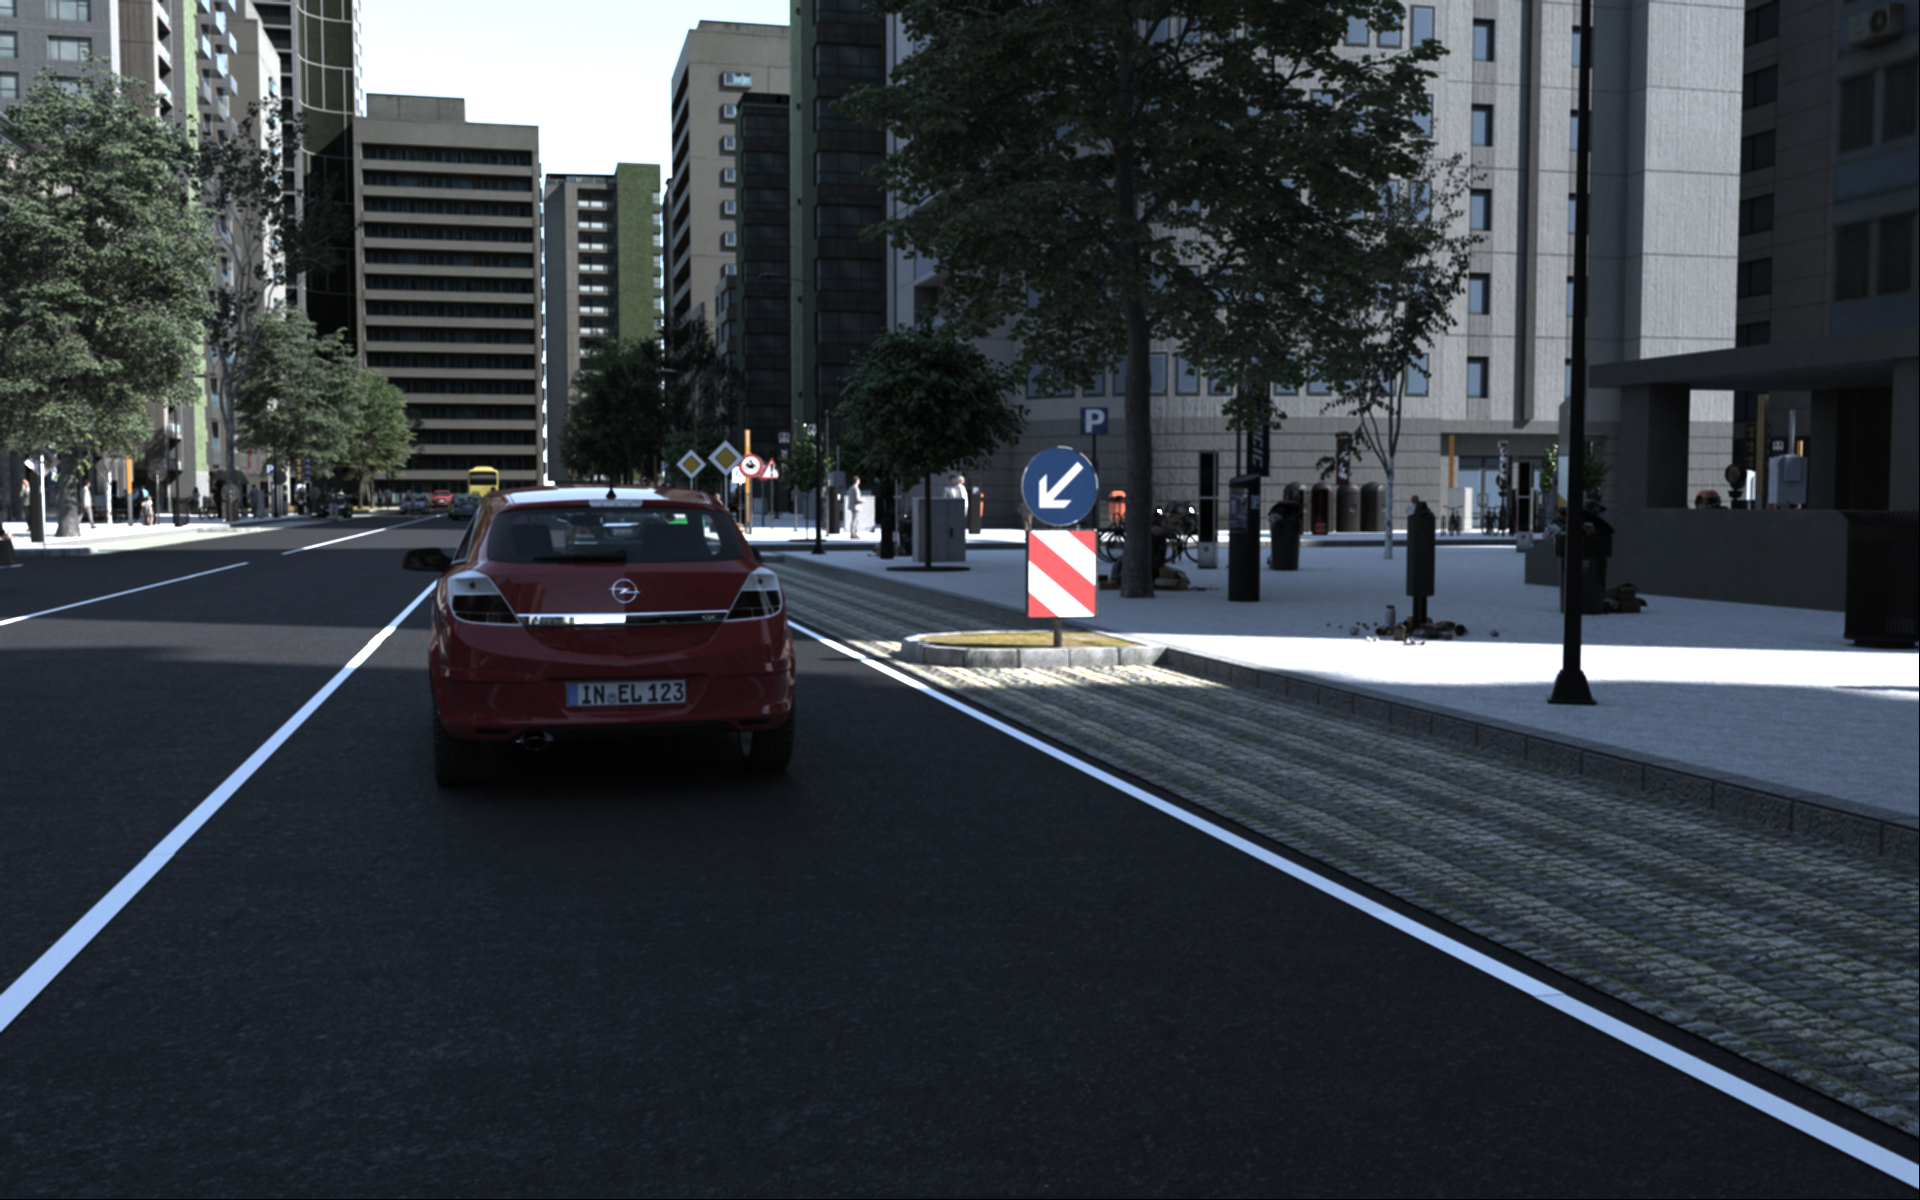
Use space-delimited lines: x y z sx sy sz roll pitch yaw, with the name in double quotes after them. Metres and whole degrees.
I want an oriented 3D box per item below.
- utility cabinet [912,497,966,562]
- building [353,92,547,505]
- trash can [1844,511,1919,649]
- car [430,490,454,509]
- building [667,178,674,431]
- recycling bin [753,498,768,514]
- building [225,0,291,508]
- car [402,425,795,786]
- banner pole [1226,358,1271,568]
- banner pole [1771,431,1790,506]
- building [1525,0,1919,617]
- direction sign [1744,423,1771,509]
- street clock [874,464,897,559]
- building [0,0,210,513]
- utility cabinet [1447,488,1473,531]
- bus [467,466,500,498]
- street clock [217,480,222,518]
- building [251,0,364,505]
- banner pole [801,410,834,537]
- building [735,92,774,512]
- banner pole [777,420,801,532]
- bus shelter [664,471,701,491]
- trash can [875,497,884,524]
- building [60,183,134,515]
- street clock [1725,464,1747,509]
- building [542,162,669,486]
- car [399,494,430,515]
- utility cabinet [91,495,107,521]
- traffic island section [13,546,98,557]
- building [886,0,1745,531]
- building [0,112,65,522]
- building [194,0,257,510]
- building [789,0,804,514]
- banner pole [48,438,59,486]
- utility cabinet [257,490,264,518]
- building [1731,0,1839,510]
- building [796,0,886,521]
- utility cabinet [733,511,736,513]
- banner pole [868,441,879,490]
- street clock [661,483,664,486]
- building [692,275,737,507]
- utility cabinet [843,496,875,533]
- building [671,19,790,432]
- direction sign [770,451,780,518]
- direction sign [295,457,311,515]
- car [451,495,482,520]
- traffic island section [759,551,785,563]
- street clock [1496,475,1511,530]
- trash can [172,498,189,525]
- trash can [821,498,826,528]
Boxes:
-0.393 -1.326 32.836 1.020 1.237 0.306 -2 4 -30 "utility cabinet"
-62.734 -36.146 214.687 21.600 48.544 21.300 -1 4 -14 "building"
7.786 -0.177 14.554 0.748 1.137 0.748 0 3 0 "trash can"
-51.940 -10.094 173.703 2.281 1.827 5.304 -1 4 -15 "car"
-29.901 -32.704 218.300 14.086 41.232 14.154 -1 4 -14 "building"
-12.904 -6.082 111.992 0.722 1.027 0.722 1 4 23 "recycling bin"
-76.001 -32.964 162.662 21.600 48.544 21.300 -1 4 -14 "building"
-2.151 -0.068 10.147 2.155 1.783 4.494 -1 4 -16 "car"
5.075 -2.464 30.306 0.863 3.779 0.401 -1 4 -21 "banner pole"
32.461 -4.796 68.426 0.863 3.779 0.401 1 4 15 "banner pole"
25.396 -20.114 20.753 32.217 40.220 23.993 -1 4 -14 "building"
25.539 -3.887 55.545 0.876 3.537 0.379 -1 4 -9 "direction sign"
-1.448 -1.816 34.263 0.471 2.002 0.358 3 4 38 "street clock"
-59.641 -26.462 116.247 14.154 41.232 14.086 -1 4 -14 "building"
17.085 -3.089 59.176 0.318 1.500 1.173 -1 4 -13 "utility cabinet"
-42.409 -9.946 154.161 2.896 3.916 12.252 -1 4 -15 "bus"
-38.948 -5.295 91.137 0.358 2.002 0.471 -2 4 -29 "street clock"
-83.012 -47.085 208.097 20.611 71.187 20.563 -1 4 -14 "building"
-4.201 -3.777 51.778 0.863 3.779 0.401 0 4 7 "banner pole"
-9.938 -21.883 129.485 14.160 30.474 14.107 -1 4 -14 "building"
-5.804 -4.204 58.759 0.863 3.779 0.401 1 4 16 "banner pole"
-15.355 -6.230 95.778 2.014 3.302 5.546 -1 4 -14 "bus shelter"
-3.351 -3.801 73.808 0.748 1.137 0.748 0 3 0 "trash can"
-53.794 -15.195 97.590 9.793 20.994 18.267 -1 4 -14 "building"
18.869 -2.299 42.162 0.358 2.002 0.471 -1 4 -22 "street clock"
-44.389 -32.508 215.092 14.086 41.232 14.154 -1 4 -14 "building"
-38.663 -6.782 122.894 2.014 1.417 4.499 -1 4 -12 "car"
-41.389 -4.414 83.333 0.306 1.237 1.020 1 4 15 "utility cabinet"
-21.777 -1.153 41.132 2.009 0.180 2.903 -1 4 -14 "traffic island section"
12.559 -32.261 69.474 28.212 58.520 21.231 -1 4 -14 "building"
-48.703 -14.824 78.534 11.583 22.565 21.152 -1 4 -14 "building"
-69.963 -31.625 136.683 23.786 49.044 30.456 -1 4 -14 "building"
-4.442 -26.394 115.129 14.154 41.232 14.086 -1 4 -14 "building"
-34.285 -4.636 65.807 0.401 3.779 0.863 1 4 20 "banner pole"
-36.475 -4.993 90.318 0.318 1.500 1.173 -1 4 -22 "utility cabinet"
44.439 -38.956 75.190 20.611 71.187 20.563 -1 4 -14 "building"
-1.635 -19.514 90.756 14.160 30.474 14.107 -1 4 -14 "building"
-14.532 -6.541 115.625 1.173 1.500 0.318 0 4 3 "utility cabinet"
-3.744 -5.223 75.415 0.863 3.779 0.401 1 4 14 "banner pole"
-19.564 -6.734 114.675 0.358 2.002 0.471 -3 5 -41 "street clock"
-8.464 -18.894 153.950 27.650 21.520 28.899 -1 4 -14 "building"
-3.336 -2.822 57.306 1.020 1.237 0.306 -1 4 -10 "utility cabinet"
-17.726 -33.831 176.840 21.300 48.544 21.600 -1 4 -14 "building"
-9.680 -6.080 91.404 0.876 3.537 0.379 2 4 31 "direction sign"
-40.220 -6.975 106.046 0.876 3.537 0.379 -2 4 -32 "direction sign"
-27.157 -5.130 95.878 2.014 1.417 4.499 -1 4 -14 "car"
-4.954 -0.906 37.089 2.009 0.180 2.903 -1 4 -14 "traffic island section"
19.154 -3.457 61.086 0.471 2.002 0.358 -1 4 -22 "street clock"
-31.968 -3.634 71.064 0.748 1.137 0.748 0 3 0 "trash can"
-4.702 -3.113 62.549 0.748 1.137 0.748 0 3 0 "trash can"
